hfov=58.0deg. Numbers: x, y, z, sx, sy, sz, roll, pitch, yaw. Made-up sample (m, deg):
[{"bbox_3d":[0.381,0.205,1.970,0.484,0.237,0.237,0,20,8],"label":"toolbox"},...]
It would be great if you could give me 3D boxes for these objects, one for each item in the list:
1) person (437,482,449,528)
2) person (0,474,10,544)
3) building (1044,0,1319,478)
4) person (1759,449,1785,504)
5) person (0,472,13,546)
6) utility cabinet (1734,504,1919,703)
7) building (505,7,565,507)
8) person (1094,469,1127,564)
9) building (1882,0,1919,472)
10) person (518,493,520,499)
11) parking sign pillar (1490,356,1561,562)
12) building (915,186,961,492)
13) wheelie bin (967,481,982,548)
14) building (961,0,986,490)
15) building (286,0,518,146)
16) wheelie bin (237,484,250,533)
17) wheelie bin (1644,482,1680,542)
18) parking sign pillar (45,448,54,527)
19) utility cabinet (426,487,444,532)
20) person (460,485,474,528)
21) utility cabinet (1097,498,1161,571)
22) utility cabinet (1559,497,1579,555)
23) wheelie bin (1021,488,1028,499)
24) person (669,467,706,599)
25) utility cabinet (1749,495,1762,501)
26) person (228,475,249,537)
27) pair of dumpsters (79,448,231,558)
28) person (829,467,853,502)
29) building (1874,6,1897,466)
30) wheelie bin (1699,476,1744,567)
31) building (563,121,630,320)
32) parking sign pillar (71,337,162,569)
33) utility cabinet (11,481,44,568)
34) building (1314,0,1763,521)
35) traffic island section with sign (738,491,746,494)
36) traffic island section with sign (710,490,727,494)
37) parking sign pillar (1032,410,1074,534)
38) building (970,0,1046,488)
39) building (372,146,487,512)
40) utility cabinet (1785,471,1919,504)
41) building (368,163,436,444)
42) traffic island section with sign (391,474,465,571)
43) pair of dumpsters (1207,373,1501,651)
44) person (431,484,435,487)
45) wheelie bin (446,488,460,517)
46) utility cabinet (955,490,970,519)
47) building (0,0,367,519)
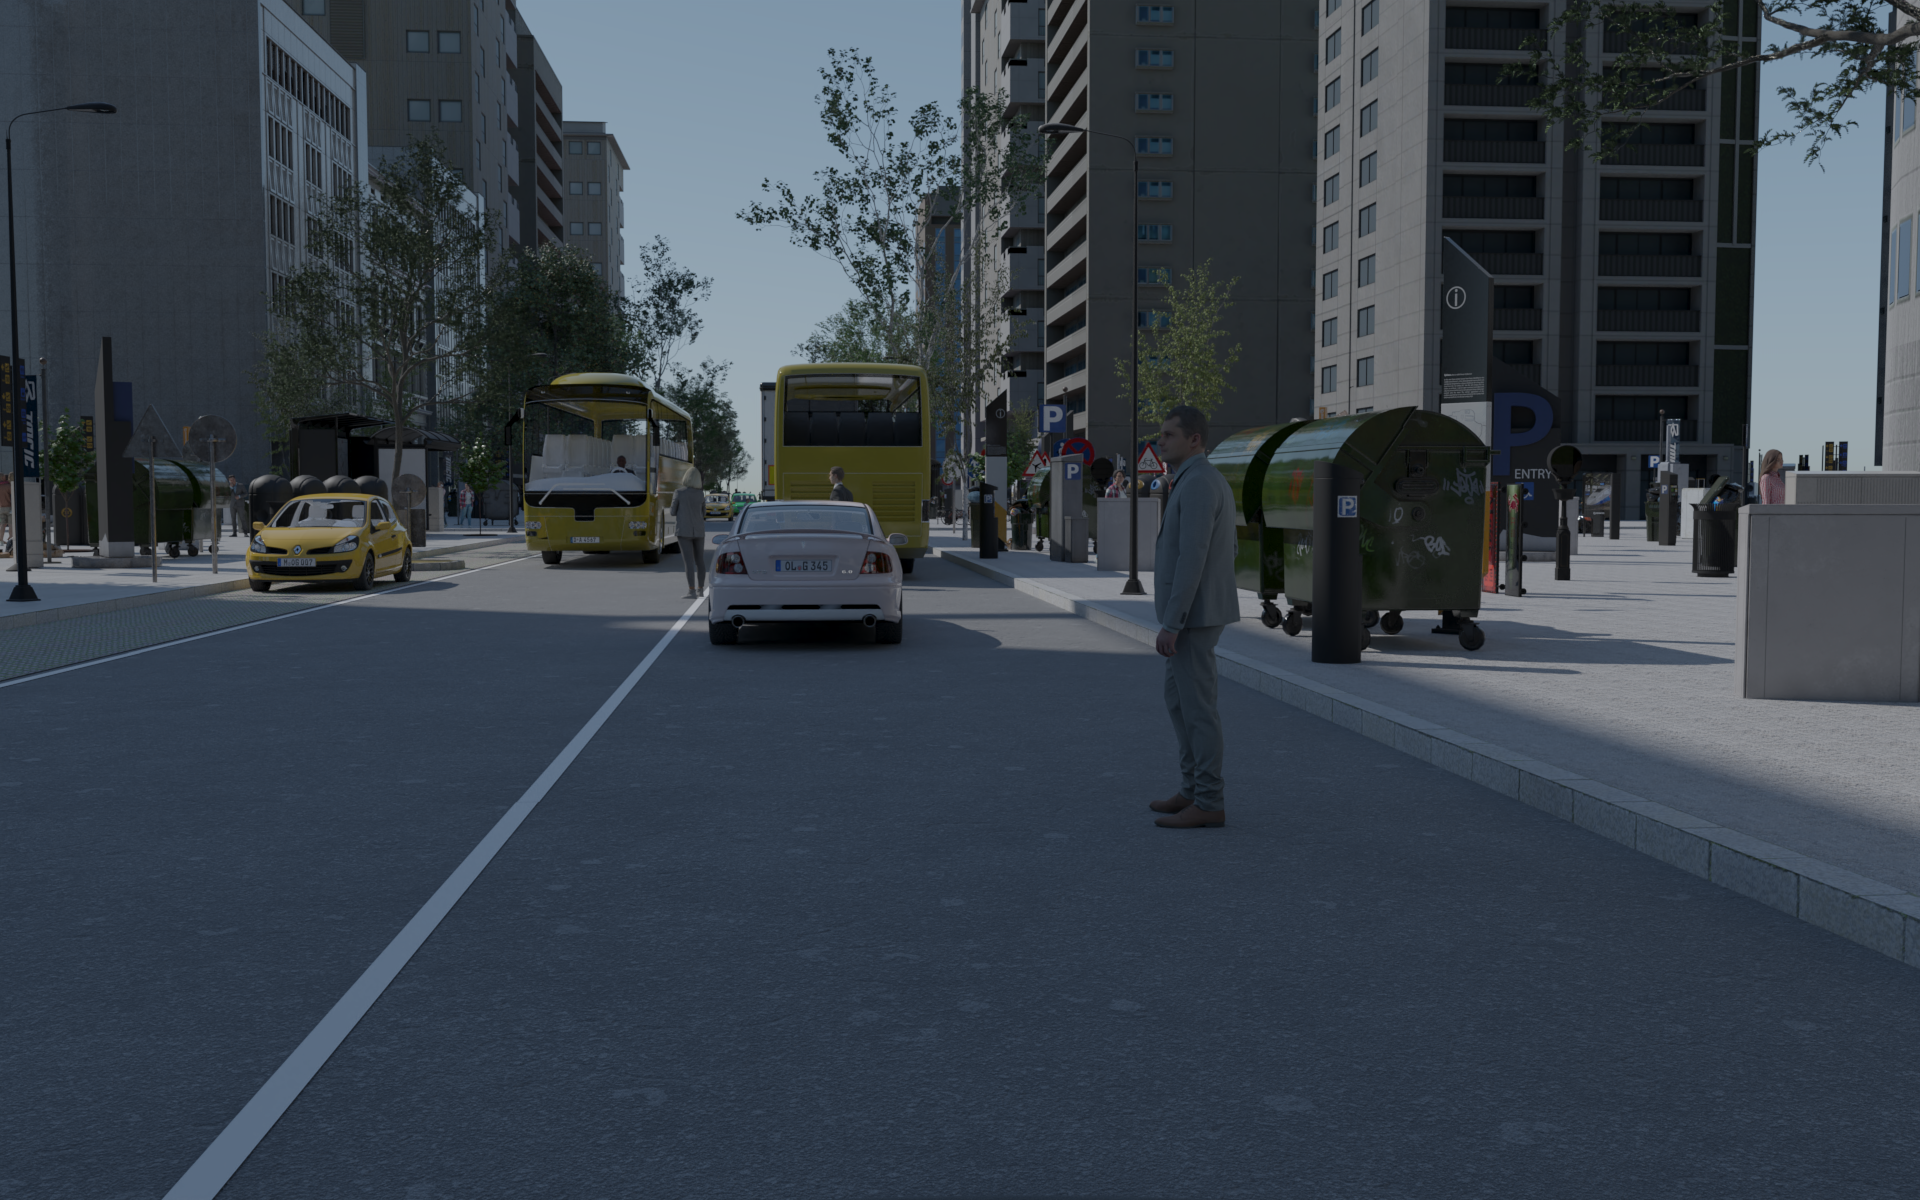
[{"bbox_3d":[-19.569,-3.594,65.388,0.643,1.750,0.593,-3,5,-43],"label":"person"},{"bbox_3d":[-24.591,-2.349,44.691,0.600,1.795,0.529,3,4,38],"label":"person"},{"bbox_3d":[18.560,-31.091,132.031,21.300,48.544,21.600,0,4,-6],"label":"building"},{"bbox_3d":[9.805,-0.904,20.831,0.388,1.821,0.555,2,4,35],"label":"person"},{"bbox_3d":[-23.576,-2.257,42.916,0.580,1.828,0.573,-3,5,-43],"label":"person"},{"bbox_3d":[5.438,0.019,10.852,1.020,1.237,0.306,1,4,12],"label":"utility cabinet"},{"bbox_3d":[-52.302,-33.771,175.863,21.300,48.544,21.600,0,4,-6],"label":"building"},{"bbox_3d":[2.748,-1.463,30.808,0.643,1.720,0.563,3,5,42],"label":"person"},{"bbox_3d":[26.701,-29.454,23.575,21.231,58.520,28.212,0,4,-6],"label":"building"},{"bbox_3d":[-27.888,-6.282,108.633,0.514,1.842,0.818,2,4,27],"label":"person"},{"bbox_3d":[10.870,-2.744,33.338,1.447,3.967,1.447,1,4,18],"label":"parking sign pillar"},{"bbox_3d":[1.274,-36.762,251.172,14.600,45.320,14.200,0,4,-6],"label":"building"},{"bbox_3d":[0.519,-2.049,41.404,0.693,1.594,0.980,0,4,1],"label":"wheelie bin"},{"bbox_3d":[10.628,-39.698,191.053,21.231,58.520,28.212,0,4,-6],"label":"building"},{"bbox_3d":[-53.589,-34.324,150.432,28.713,52.752,27.495,0,4,-6],"label":"building"},{"bbox_3d":[-23.366,-2.992,56.826,0.693,1.594,0.980,3,5,41],"label":"wheelie bin"},{"bbox_3d":[18.908,-2.371,46.667,0.693,1.594,0.980,-3,5,-39],"label":"wheelie bin"},{"bbox_3d":[-35.136,-4.858,67.895,1.447,3.967,1.447,-3,5,-40],"label":"parking sign pillar"},{"bbox_3d":[-17.866,-3.012,57.931,1.173,1.500,0.318,1,4,15],"label":"utility cabinet"},{"bbox_3d":[-18.624,-3.581,65.428,0.563,1.720,0.643,-2,4,-34],"label":"person"},{"bbox_3d":[2.818,-1.085,28.908,1.020,1.237,0.306,1,4,15],"label":"utility cabinet"},{"bbox_3d":[12.869,-1.562,36.703,0.306,1.237,1.020,1,4,11],"label":"utility cabinet"},{"bbox_3d":[3.534,-4.824,86.772,0.693,1.594,0.980,3,4,36],"label":"wheelie bin"},{"bbox_3d":[-3.753,-0.927,23.834,0.537,1.800,0.526,-2,4,-27],"label":"person"},{"bbox_3d":[56.352,-6.836,122.934,0.306,1.237,1.020,-2,4,-33],"label":"utility cabinet"},{"bbox_3d":[-21.606,-2.809,51.782,0.655,1.846,0.447,0,4,-7],"label":"person"},{"bbox_3d":[-16.131,-1.978,34.831,1.574,2.255,4.437,0,4,-5],"label":"pair of dumpsters"},{"bbox_3d":[-1.889,-1.111,26.440,0.755,1.850,0.659,2,4,24],"label":"person"},{"bbox_3d":[60.010,-19.630,92.657,14.107,30.474,14.160,0,4,-6],"label":"building"},{"bbox_3d":[13.519,-1.396,30.727,0.693,1.594,0.980,1,4,12],"label":"wheelie bin"},{"bbox_3d":[-62.454,-40.264,247.549,28.713,52.752,27.495,0,4,-6],"label":"building"},{"bbox_3d":[-14.833,-2.562,30.364,1.447,3.967,1.447,-2,4,-33],"label":"parking sign pillar"},{"bbox_3d":[-16.279,-1.319,30.246,0.318,1.500,1.173,-3,4,-37],"label":"utility cabinet"},{"bbox_3d":[32.187,-39.989,92.080,20.611,71.187,20.563,0,4,-6],"label":"building"},{"bbox_3d":[-34.090,-16.258,274.444,1.989,1.847,2.006,0,4,-6],"label":"traffic island section with sign"},{"bbox_3d":[-23.349,-9.535,164.522,1.989,1.847,2.006,0,4,-6],"label":"traffic island section with sign"},{"bbox_3d":[3.030,-4.102,55.535,1.447,3.967,1.447,-3,5,-41],"label":"parking sign pillar"},{"bbox_3d":[16.650,-35.137,163.734,28.713,52.752,27.495,0,4,-6],"label":"building"},{"bbox_3d":[-42.763,-18.930,127.523,12.078,24.808,19.932,0,4,-6],"label":"building"},{"bbox_3d":[8.497,-0.476,16.459,1.173,1.500,0.318,0,4,7],"label":"utility cabinet"},{"bbox_3d":[-39.999,-17.035,107.401,11.050,23.489,19.941,0,4,-6],"label":"building"},{"bbox_3d":[-10.488,-1.479,32.802,1.989,1.847,2.006,0,4,-6],"label":"traffic island section with sign"},{"bbox_3d":[3.461,-0.831,16.075,1.574,2.255,4.437,0,4,-5],"label":"pair of dumpsters"},{"bbox_3d":[-29.626,-5.612,97.667,0.638,1.841,0.748,-2,4,-32],"label":"person"},{"bbox_3d":[-28.635,-5.516,98.092,0.693,1.594,0.980,0,4,4],"label":"wheelie bin"},{"bbox_3d":[0.125,-4.906,88.891,1.173,1.500,0.318,-3,4,-38],"label":"utility cabinet"},{"bbox_3d":[-38.146,-16.445,86.895,12.078,24.808,19.932,0,4,-6],"label":"building"}]
